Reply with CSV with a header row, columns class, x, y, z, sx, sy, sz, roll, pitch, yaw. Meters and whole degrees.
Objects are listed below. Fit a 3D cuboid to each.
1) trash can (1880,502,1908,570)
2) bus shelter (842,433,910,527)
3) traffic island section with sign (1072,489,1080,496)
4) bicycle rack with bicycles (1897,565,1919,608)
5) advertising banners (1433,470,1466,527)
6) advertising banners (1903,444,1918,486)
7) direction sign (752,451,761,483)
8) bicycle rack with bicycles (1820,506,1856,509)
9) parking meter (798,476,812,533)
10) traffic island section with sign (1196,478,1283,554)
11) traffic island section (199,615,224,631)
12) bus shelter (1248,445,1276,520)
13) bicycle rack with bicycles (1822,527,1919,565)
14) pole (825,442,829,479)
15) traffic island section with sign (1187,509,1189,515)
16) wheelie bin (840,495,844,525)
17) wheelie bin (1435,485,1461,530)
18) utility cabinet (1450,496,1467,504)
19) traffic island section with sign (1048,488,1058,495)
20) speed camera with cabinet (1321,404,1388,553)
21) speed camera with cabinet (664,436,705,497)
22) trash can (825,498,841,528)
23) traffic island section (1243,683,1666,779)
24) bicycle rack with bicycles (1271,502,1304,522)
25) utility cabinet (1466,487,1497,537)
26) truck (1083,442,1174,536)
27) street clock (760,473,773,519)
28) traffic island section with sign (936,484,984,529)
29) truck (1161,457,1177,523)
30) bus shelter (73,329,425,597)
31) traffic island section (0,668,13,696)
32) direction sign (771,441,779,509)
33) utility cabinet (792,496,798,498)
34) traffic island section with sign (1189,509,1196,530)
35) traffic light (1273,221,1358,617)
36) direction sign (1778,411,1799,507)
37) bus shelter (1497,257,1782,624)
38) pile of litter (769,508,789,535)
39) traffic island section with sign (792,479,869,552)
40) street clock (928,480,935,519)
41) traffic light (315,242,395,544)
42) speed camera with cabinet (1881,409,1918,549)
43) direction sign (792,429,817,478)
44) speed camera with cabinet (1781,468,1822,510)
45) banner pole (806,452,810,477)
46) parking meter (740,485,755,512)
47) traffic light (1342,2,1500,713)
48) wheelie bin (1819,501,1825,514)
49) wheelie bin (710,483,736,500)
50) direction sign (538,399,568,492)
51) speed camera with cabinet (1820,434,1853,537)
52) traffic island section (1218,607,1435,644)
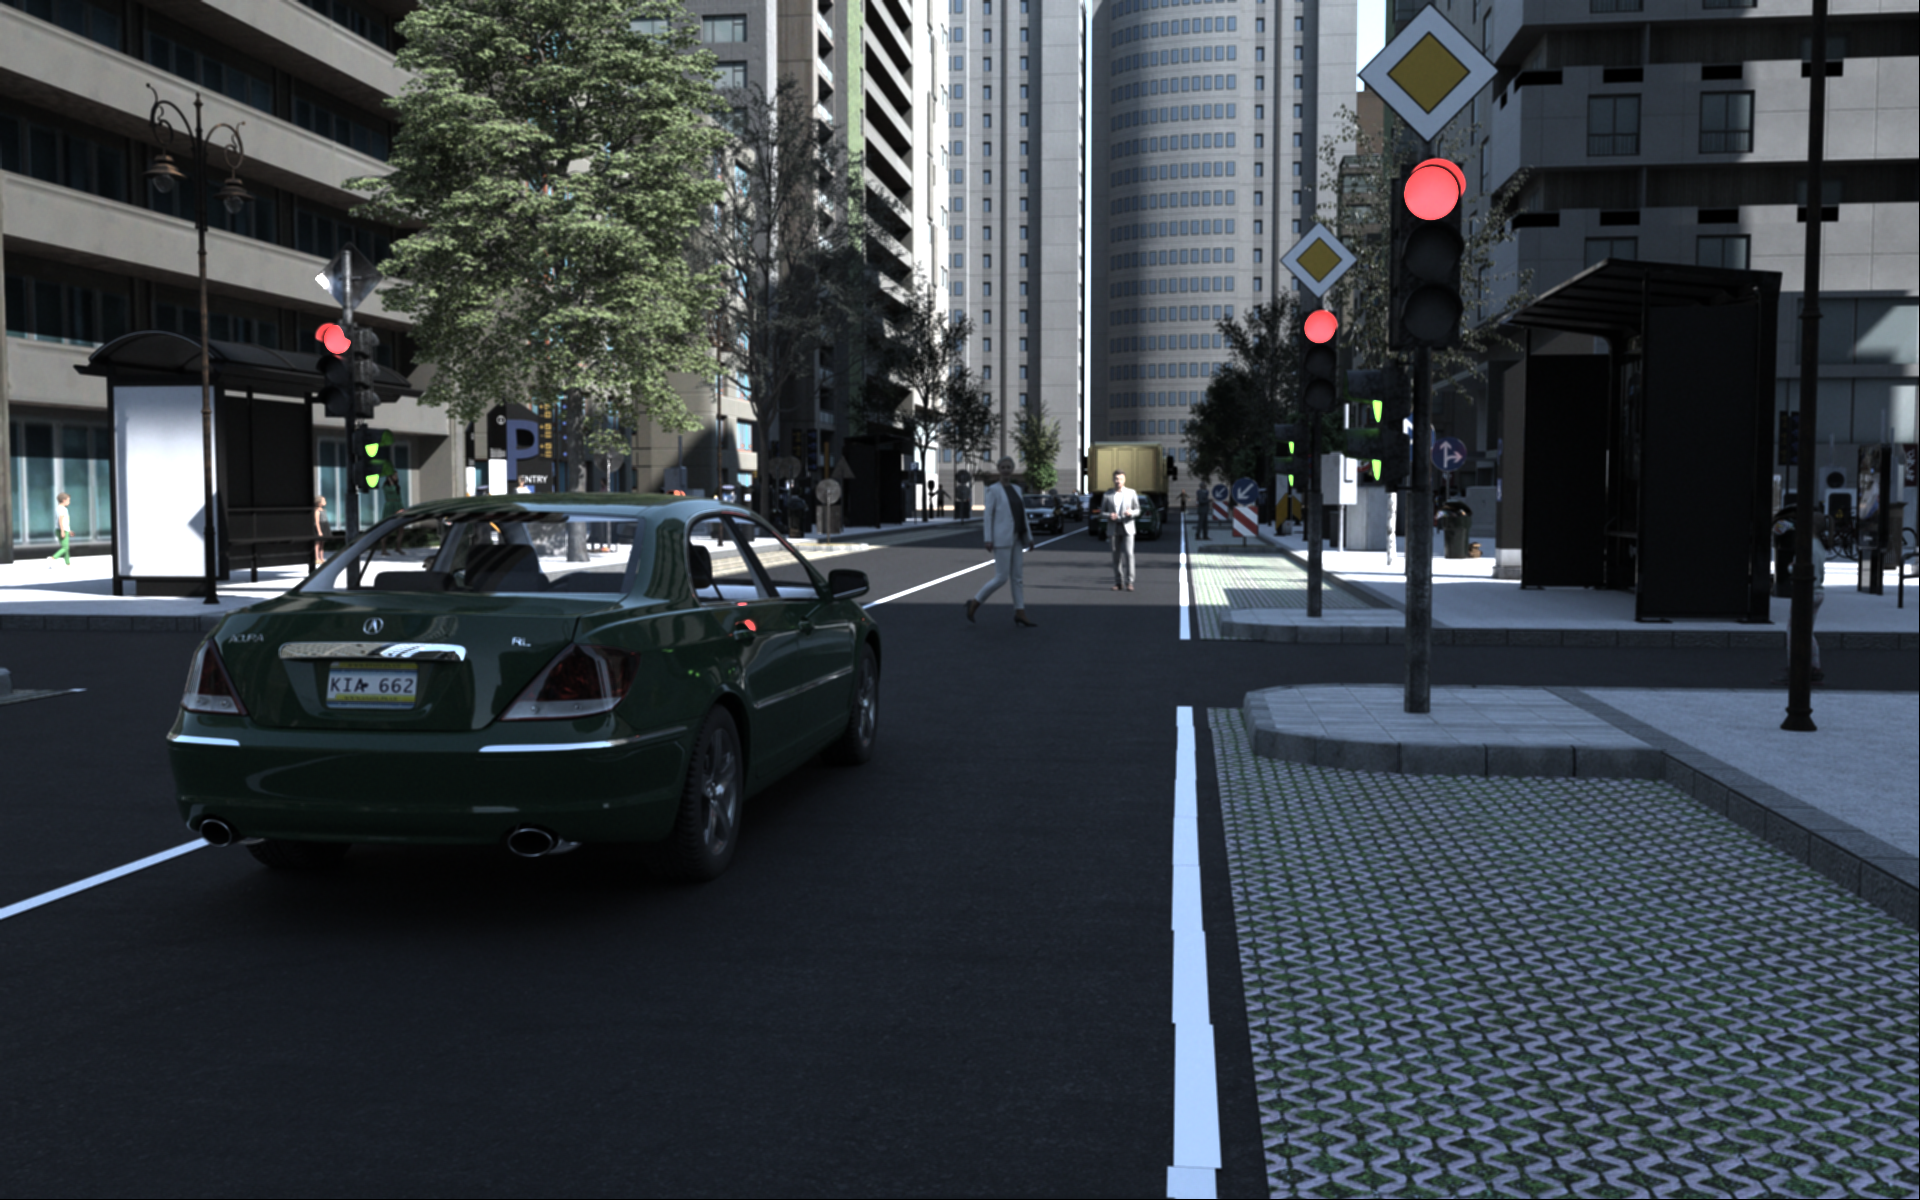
class,x,y,z,sx,sy,sz,roll,pitch,yaw
trash can,15.643,-1.084,29.372,0.748,1.137,0.748,0,3,0
bus shelter,-3.315,-4.787,69.556,1.731,3.624,6.357,0,4,7
traffic island section with sign,9.976,-8.516,147.872,1.989,1.847,2.006,0,4,7
bicycle rack with bicycles,12.031,-0.367,19.383,2.925,0.926,2.852,-3,5,-40
advertising banners,18.607,-4.354,67.383,2.074,3.025,0.090,1,4,22
advertising banners,33.699,-3.906,60.045,2.074,3.025,0.090,0,4,4
direction sign,-10.605,-6.094,91.637,0.876,3.537,0.379,0,4,5
bicycle rack with bicycles,25.165,-2.229,49.821,2.852,0.926,2.925,1,4,18
parking meter,-5.124,-3.155,57.289,0.399,1.863,0.255,-3,4,-36
traffic island section with sign,6.865,-2.073,42.516,1.989,1.847,2.006,0,4,7
traffic island section,-6.827,0.172,19.470,2.009,0.180,2.903,0,4,7
bus shelter,15.283,-5.784,85.854,1.731,3.624,6.357,0,4,7
bicycle rack with bicycles,17.367,-1.266,34.081,2.925,0.926,2.852,0,4,1
pole,-5.209,-4.527,67.862,0.158,3.312,0.155,0,3,0
traffic island section with sign,16.752,-6.791,119.668,1.989,1.847,2.006,0,4,7
wheelie bin,-4.736,-3.937,72.272,0.693,1.594,0.980,1,4,12
wheelie bin,17.556,-3.315,62.112,0.980,1.594,0.693,-1,4,-9
utility cabinet,13.449,-2.177,46.754,0.306,1.237,1.020,0,4,8
traffic island section with sign,6.545,-6.881,121.135,1.989,1.847,2.006,0,4,7
speed camera with cabinet,8.817,-2.709,38.630,2.038,3.252,0.660,-3,5,-44
speed camera with cabinet,-9.461,-3.984,59.482,0.660,3.252,2.038,1,4,17
trash can,-4.518,-3.063,61.739,0.748,1.137,0.748,0,3,0
traffic island section,2.712,0.739,10.196,2.009,0.180,2.903,0,4,7
bicycle rack with bicycles,15.436,-4.117,80.698,2.925,0.926,2.852,0,4,5
utility cabinet,15.423,-2.586,50.964,0.318,1.500,1.173,-2,4,-32
truck,6.093,-4.117,63.233,3.469,3.379,9.791,0,4,6
street clock,-6.553,-3.304,58.595,0.358,2.002,0.471,-3,5,-40
traffic island section with sign,0.110,-3.807,70.877,1.989,1.847,2.006,0,4,7
truck,9.357,-5.674,88.697,3.469,3.379,9.791,0,4,7
bus shelter,-9.570,-1.841,24.024,2.014,3.302,5.546,0,4,7
traffic island section,-7.843,0.656,11.549,2.009,0.180,2.903,0,4,7
direction sign,-7.843,-4.994,73.644,0.379,3.537,0.876,1,4,13
utility cabinet,-6.224,-3.385,66.508,1.020,1.237,0.306,-2,4,-33
traffic island section with sign,10.386,-3.751,69.950,1.989,1.847,2.006,0,4,7
traffic light,3.689,-1.779,18.008,0.839,4.253,0.868,0,4,7
direction sign,22.640,-3.387,47.378,0.876,3.537,0.379,-2,4,-33
bus shelter,7.675,-1.769,20.211,1.731,3.624,6.357,0,4,7
pile of litter,-5.616,-2.515,55.088,1.176,0.858,1.719,-1,4,-11
traffic island section with sign,-3.377,-2.153,43.833,1.989,1.847,2.006,0,4,7
street clock,-1.499,-5.227,90.032,0.358,2.002,0.471,-1,4,-20
traffic light,-6.789,-1.860,19.330,0.839,4.253,0.868,0,4,7
speed camera with cabinet,22.204,-2.829,40.591,2.038,3.252,0.660,0,4,1
direction sign,-5.403,-4.174,60.236,0.876,3.537,0.379,-1,4,-15
speed camera with cabinet,27.813,-3.812,56.663,2.038,3.252,0.660,1,4,9
banner pole,-7.872,-6.105,89.827,0.401,3.779,0.863,-1,4,-17
parking meter,-5.706,-2.331,46.521,0.372,1.533,0.369,0,3,0
traffic light,2.673,-1.295,10.087,0.839,4.253,0.868,0,4,7
wheelie bin,31.472,-3.346,62.620,0.693,1.594,0.980,3,5,40
wheelie bin,-6.769,-2.542,49.478,0.693,1.594,0.980,0,4,4
direction sign,-9.564,-3.008,41.174,0.876,3.537,0.379,0,4,-7
speed camera with cabinet,27.134,-3.526,51.991,0.660,3.252,2.038,-3,5,-43
traffic island section,3.727,0.255,18.117,2.009,0.180,2.903,0,4,7
